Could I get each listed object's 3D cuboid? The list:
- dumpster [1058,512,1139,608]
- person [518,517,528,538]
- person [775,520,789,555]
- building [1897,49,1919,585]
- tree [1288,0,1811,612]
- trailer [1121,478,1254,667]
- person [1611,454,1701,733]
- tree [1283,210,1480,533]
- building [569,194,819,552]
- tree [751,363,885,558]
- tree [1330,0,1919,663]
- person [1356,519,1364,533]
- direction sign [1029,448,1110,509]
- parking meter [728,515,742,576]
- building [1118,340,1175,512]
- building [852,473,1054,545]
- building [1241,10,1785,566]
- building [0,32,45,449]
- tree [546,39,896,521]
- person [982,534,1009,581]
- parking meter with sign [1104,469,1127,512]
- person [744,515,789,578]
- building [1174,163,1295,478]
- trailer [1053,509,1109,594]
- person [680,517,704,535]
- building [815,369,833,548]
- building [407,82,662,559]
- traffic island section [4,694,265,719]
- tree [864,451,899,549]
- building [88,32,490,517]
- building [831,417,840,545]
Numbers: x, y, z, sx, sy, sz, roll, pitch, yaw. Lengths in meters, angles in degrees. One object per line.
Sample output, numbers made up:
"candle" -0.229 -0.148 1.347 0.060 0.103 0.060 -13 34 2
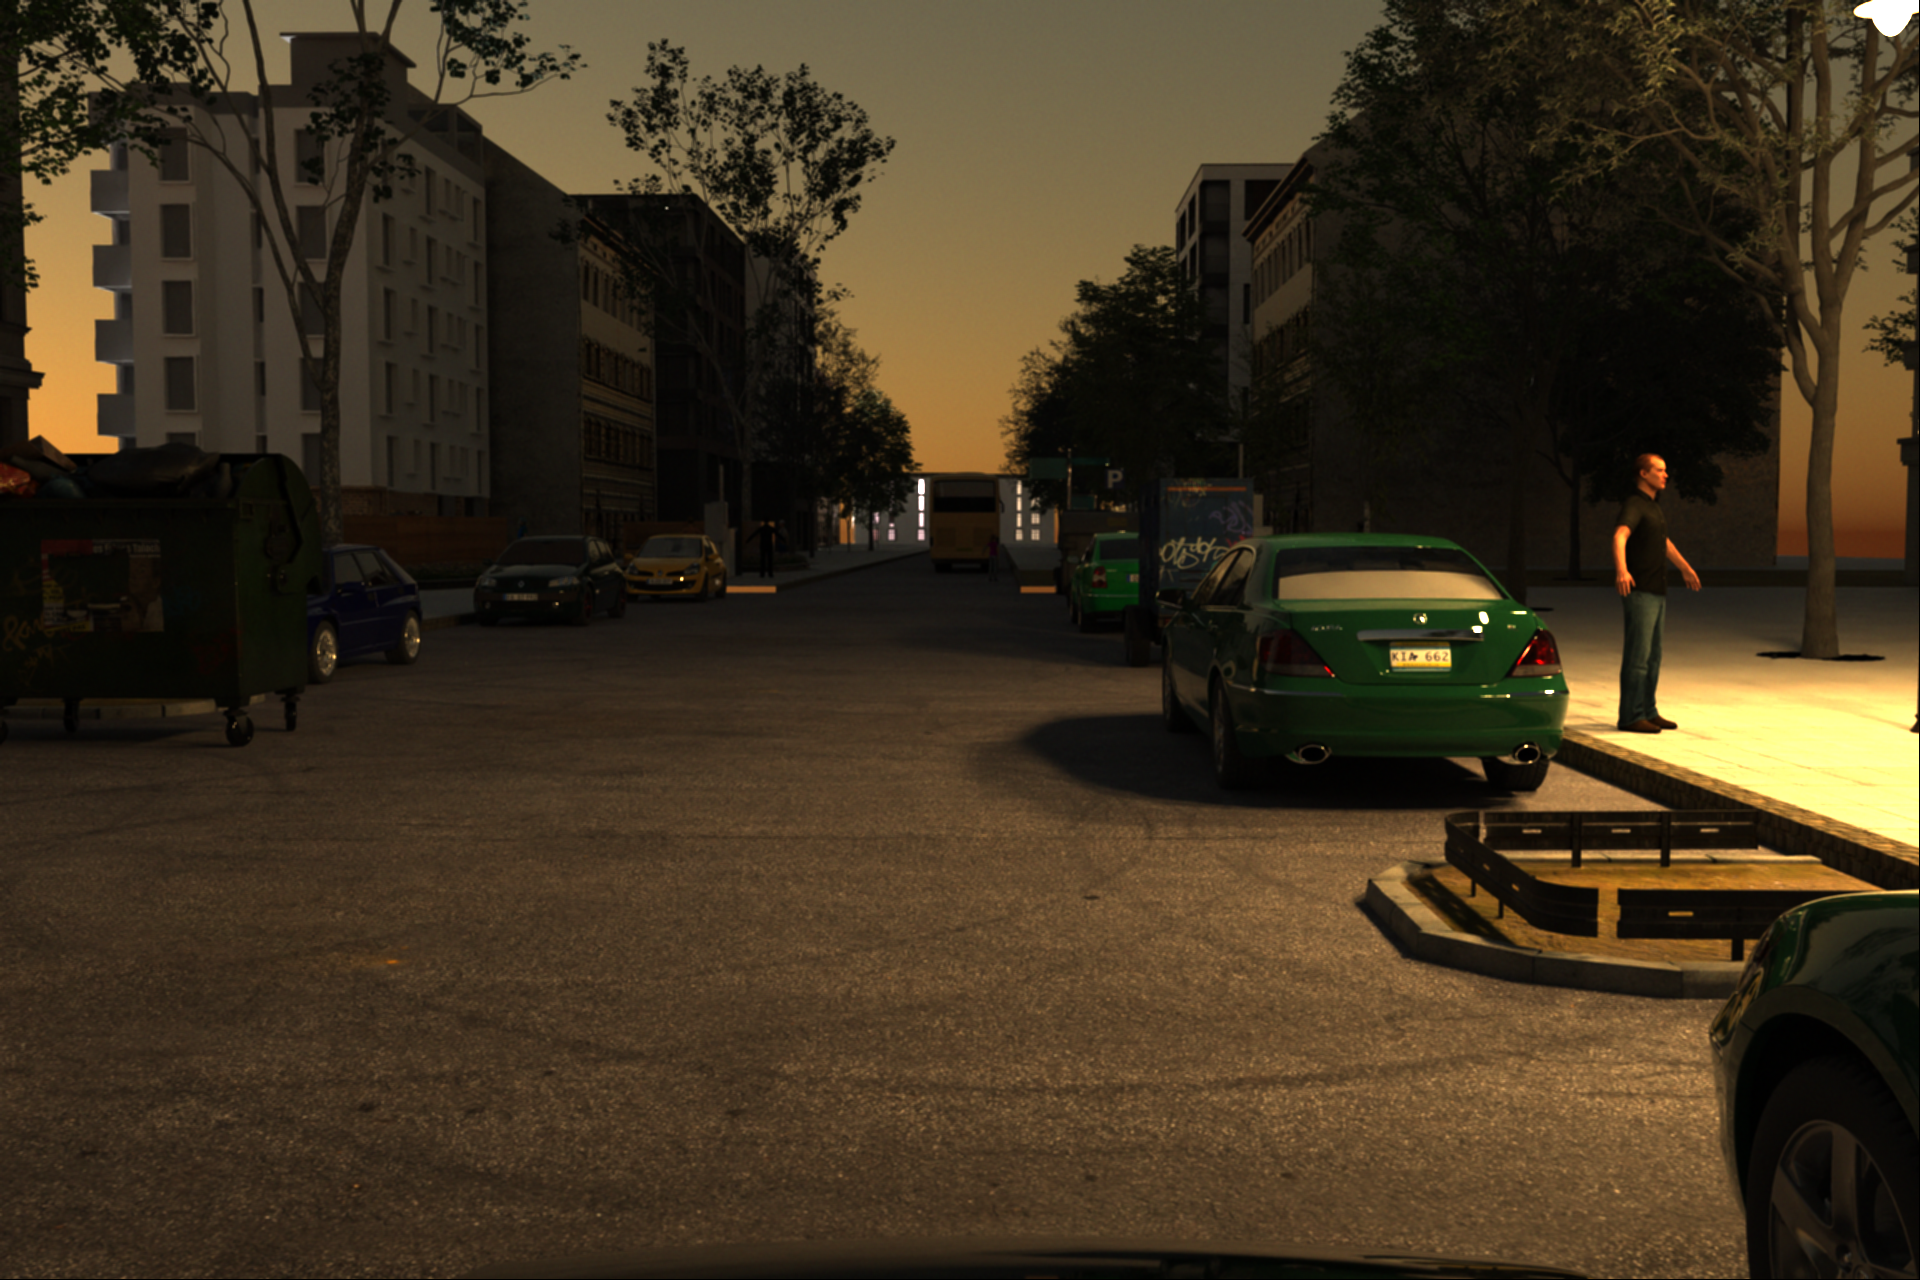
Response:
"dumpster" 2.832 -1.540 33.389 1.865 1.857 1.264 0 4 1
"person" -13.915 -2.989 54.996 0.704 1.817 1.347 -2 4 -24
"person" -7.077 -3.844 68.712 0.705 1.847 1.347 -2 4 -33
"building" 25.844 -11.320 31.755 8.464 21.280 15.925 0 4 1
"tree" 9.531 -6.304 28.825 9.928 11.665 9.643 0 3 0
"trailer" 2.565 -0.771 19.655 1.471 1.999 3.904 0 4 1
"person" 4.487 -0.310 11.281 0.705 1.803 1.348 3 5 41
"tree" 9.577 -5.456 39.564 4.737 8.622 4.395 0 3 0
"building" -25.734 -16.940 120.949 27.936 21.610 32.646 0 4 2
"tree" -7.929 -9.753 93.876 8.767 10.594 7.601 1 4 12
"tree" 8.797 -6.557 17.583 12.009 13.543 11.850 0 3 0
"person" 14.883 -3.587 64.413 0.705 1.858 1.354 0 4 -7
"direction sign" 3.396 -3.960 53.514 2.525 3.948 1.411 0 4 2
"parking meter" -6.903 -2.903 53.175 0.399 1.863 0.255 0 4 3
"building" 24.624 -18.287 165.442 16.747 18.905 31.486 0 4 1
"building" -0.838 -17.904 237.334 28.070 9.664 9.099 0 4 -8
"building" 23.590 -15.096 77.752 19.493 23.208 18.063 0 4 2
"building" -29.487 -10.744 25.627 10.553 20.879 40.483 0 4 2
"tree" -9.214 -12.934 67.363 12.611 20.169 13.585 0 3 0
"person" 1.044 -2.491 52.446 0.991 1.433 0.599 3 4 37
"parking meter with sign" 4.115 -3.015 45.552 0.543 3.016 1.738 0 4 2
"person" -5.723 -2.769 51.214 1.347 1.837 0.705 0 4 -5
"building" 27.591 -16.390 111.953 27.936 21.610 32.646 0 4 1
"trailer" 3.007 -2.144 42.106 1.471 1.999 3.904 0 4 1
"person" -7.081 -2.373 45.601 1.217 1.733 0.721 -1 4 -8
"building" -22.485 -20.509 166.249 19.493 23.208 18.063 0 4 1
"building" -26.884 -15.852 90.110 19.493 23.208 18.063 0 4 1
"traffic island section" -6.962 0.518 14.391 1.991 0.108 1.994 0 4 2
"tree" -6.876 -11.993 146.449 4.737 8.622 4.395 0 3 0
"building" -26.995 -12.872 66.879 16.016 20.090 11.380 0 4 2
"building" -24.666 -23.240 210.902 19.493 23.208 18.063 0 4 1
